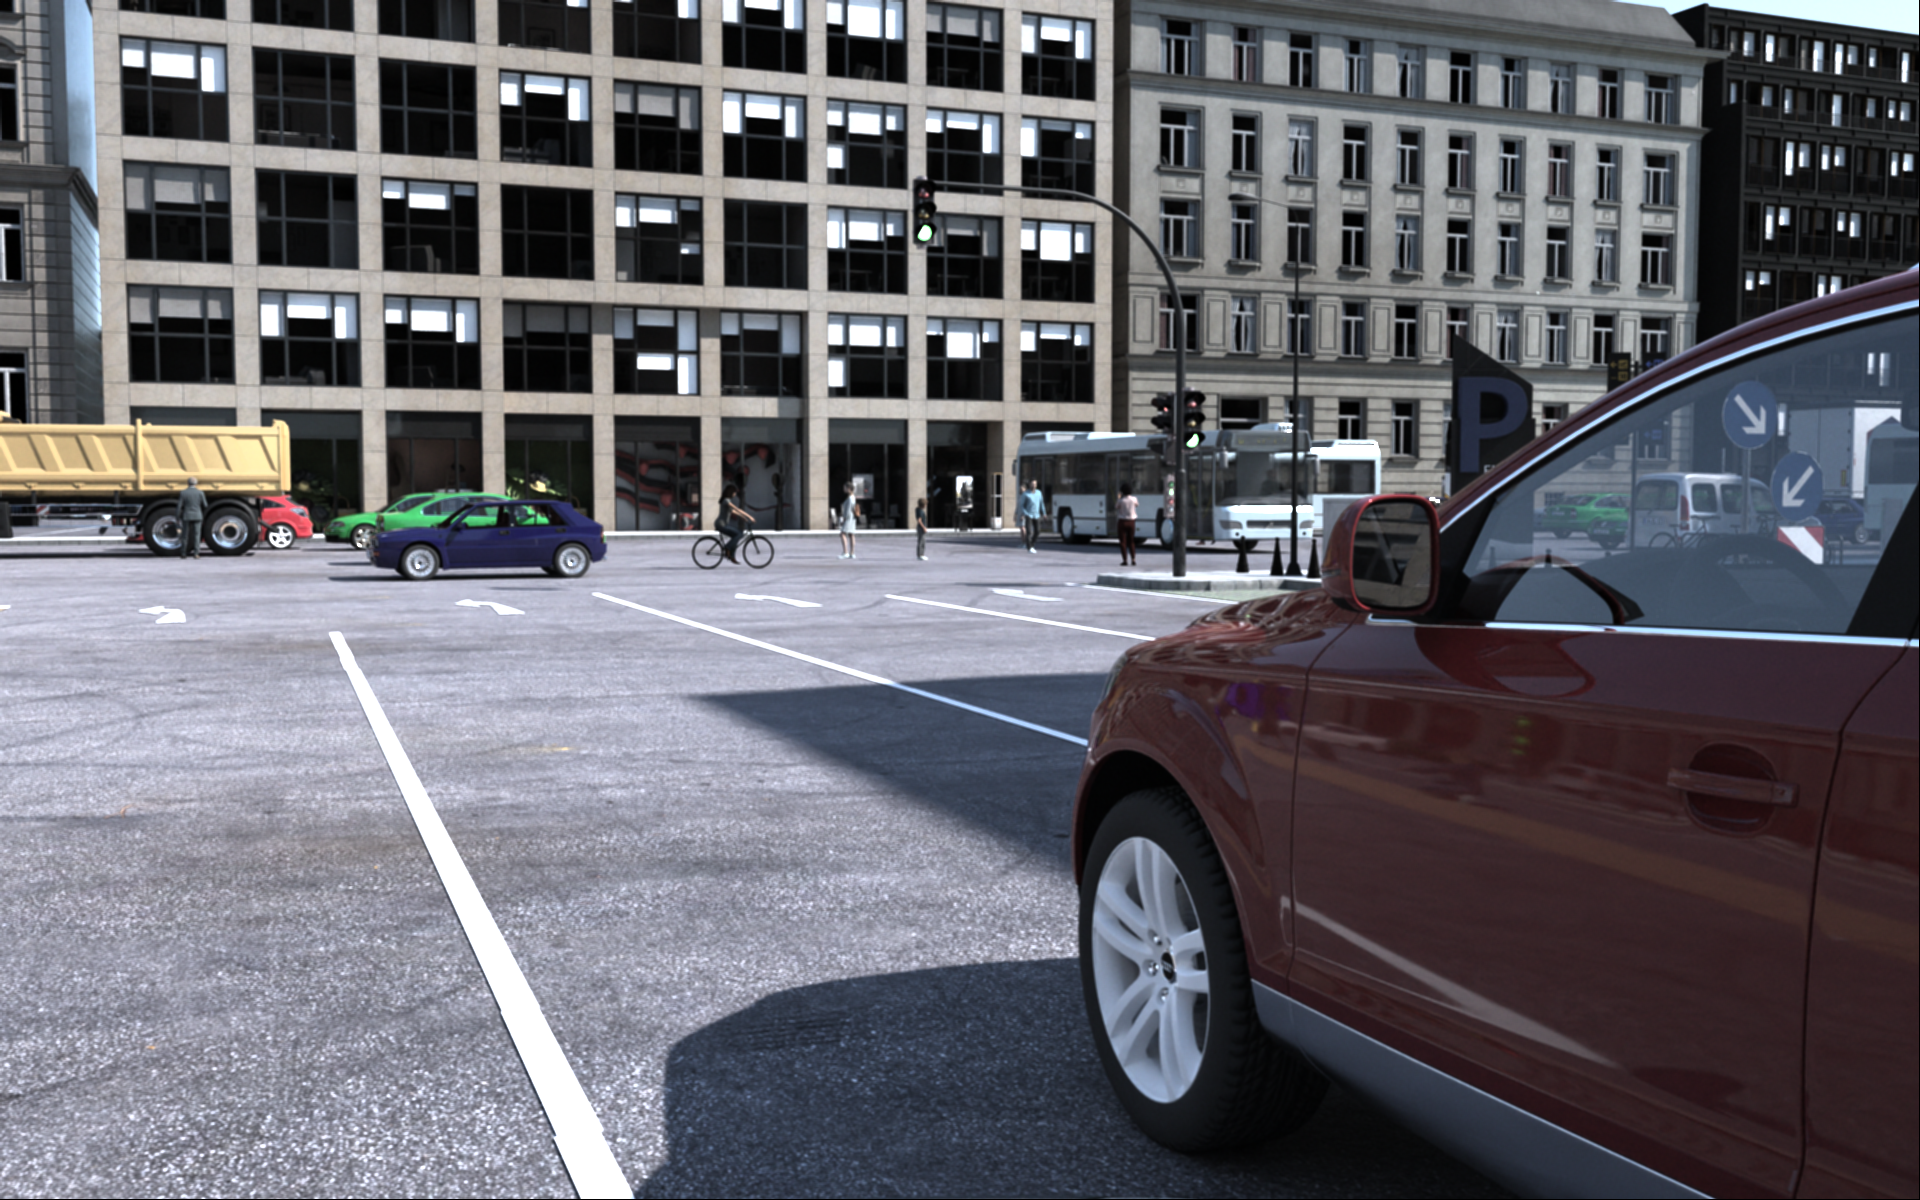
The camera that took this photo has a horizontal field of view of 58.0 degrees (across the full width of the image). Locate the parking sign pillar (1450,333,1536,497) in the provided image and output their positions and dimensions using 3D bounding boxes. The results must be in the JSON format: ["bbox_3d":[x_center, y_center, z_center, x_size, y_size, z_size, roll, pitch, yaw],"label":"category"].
[{"bbox_3d":[8.897,-2.474,28.928,1.447,3.967,1.447,0,4,6],"label":"parking sign pillar"}]

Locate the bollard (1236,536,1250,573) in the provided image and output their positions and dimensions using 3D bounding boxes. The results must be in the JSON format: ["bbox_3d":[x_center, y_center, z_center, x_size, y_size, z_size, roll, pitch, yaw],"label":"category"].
[{"bbox_3d":[4.614,-0.747,28.256,0.229,0.601,0.229,0,3,0],"label":"bollard"}]

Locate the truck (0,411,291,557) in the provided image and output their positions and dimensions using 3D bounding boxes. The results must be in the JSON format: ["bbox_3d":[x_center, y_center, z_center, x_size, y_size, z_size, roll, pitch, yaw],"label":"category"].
[{"bbox_3d":[-20.532,-2.665,39.499,9.791,3.379,3.469,-1,4,-20],"label":"truck"}]

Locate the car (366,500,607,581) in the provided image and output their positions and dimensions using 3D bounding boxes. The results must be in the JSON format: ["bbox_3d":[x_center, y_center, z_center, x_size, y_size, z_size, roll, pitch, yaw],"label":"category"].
[{"bbox_3d":[-8.121,-1.048,29.722,3.894,1.354,1.945,-2,4,-23],"label":"car"}]

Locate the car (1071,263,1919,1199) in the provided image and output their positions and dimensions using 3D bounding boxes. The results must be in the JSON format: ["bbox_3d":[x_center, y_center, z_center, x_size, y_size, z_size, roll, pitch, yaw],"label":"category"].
[{"bbox_3d":[1.909,0.372,2.598,2.281,1.827,5.304,-1,4,-20],"label":"car"}]

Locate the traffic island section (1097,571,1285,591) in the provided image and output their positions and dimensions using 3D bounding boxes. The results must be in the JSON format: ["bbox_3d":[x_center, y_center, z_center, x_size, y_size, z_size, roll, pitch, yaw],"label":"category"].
[{"bbox_3d":[3.409,-0.282,26.897,2.009,0.180,2.903,-1,4,-22],"label":"traffic island section"}]

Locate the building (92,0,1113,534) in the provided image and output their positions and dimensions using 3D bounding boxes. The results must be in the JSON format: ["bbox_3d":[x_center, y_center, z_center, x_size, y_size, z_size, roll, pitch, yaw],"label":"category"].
[{"bbox_3d":[-13.677,-16.055,67.011,34.151,26.468,19.350,-1,4,-22],"label":"building"}]

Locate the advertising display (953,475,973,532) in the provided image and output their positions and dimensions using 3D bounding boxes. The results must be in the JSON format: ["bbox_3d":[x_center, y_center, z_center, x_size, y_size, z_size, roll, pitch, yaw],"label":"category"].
[{"bbox_3d":[0.119,-3.309,59.310,0.123,1.923,0.974,3,4,38],"label":"advertising display"}]

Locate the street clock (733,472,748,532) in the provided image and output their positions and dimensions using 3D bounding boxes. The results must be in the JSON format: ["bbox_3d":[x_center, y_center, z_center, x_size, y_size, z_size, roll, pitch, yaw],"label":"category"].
[{"bbox_3d":[-7.319,-3.257,57.816,0.471,2.002,0.358,-1,4,-11],"label":"street clock"}]

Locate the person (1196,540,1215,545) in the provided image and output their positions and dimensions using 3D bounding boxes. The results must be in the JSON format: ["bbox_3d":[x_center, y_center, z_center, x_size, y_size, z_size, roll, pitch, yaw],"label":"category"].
[{"bbox_3d":[6.973,-2.486,49.064,0.836,1.842,0.656,-2,4,-29],"label":"person"}]

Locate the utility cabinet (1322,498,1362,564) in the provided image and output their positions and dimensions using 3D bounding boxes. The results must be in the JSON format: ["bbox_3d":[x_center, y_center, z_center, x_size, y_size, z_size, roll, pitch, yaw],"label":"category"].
[{"bbox_3d":[6.147,-0.965,26.932,0.306,1.237,1.020,-3,5,-45],"label":"utility cabinet"}]

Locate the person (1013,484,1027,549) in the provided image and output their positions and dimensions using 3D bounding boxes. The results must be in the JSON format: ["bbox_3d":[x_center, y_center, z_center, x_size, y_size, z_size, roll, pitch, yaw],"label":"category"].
[{"bbox_3d":[1.670,-2.222,45.836,0.512,1.701,0.522,3,5,45],"label":"person"}]

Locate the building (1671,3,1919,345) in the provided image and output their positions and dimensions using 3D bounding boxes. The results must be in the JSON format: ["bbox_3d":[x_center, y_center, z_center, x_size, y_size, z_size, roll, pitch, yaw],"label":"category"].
[{"bbox_3d":[39.470,-15.628,85.202,15.834,23.373,12.332,-1,4,-22],"label":"building"}]

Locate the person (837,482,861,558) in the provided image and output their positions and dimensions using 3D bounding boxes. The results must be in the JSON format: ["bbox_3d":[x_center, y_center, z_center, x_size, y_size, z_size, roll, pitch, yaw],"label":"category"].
[{"bbox_3d":[-2.480,-1.789,38.748,0.522,1.701,0.512,0,4,-2],"label":"person"}]

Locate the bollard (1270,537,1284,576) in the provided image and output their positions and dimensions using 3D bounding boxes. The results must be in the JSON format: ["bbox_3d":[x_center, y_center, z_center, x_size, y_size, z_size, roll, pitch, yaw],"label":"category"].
[{"bbox_3d":[4.997,-0.688,27.292,0.229,0.601,0.229,0,3,0],"label":"bollard"}]

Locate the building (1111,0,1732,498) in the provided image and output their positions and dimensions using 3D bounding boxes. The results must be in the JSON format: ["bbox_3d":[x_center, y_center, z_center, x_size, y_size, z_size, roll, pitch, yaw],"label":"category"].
[{"bbox_3d":[17.035,-15.010,78.695,30.059,22.955,16.112,-1,4,-22],"label":"building"}]

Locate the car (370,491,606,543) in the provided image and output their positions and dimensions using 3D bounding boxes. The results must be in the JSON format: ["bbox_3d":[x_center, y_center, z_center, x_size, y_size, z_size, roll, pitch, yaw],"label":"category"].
[{"bbox_3d":[-9.779,-1.665,36.024,4.718,1.807,1.959,-1,4,-22],"label":"car"}]

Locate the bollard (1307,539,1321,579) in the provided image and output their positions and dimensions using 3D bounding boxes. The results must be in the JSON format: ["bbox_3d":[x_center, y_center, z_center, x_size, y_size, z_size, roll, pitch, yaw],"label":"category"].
[{"bbox_3d":[5.383,-0.629,26.332,0.229,0.601,0.229,0,3,0],"label":"bollard"}]

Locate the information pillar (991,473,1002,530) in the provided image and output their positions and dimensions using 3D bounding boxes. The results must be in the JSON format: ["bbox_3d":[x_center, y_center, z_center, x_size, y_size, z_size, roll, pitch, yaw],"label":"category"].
[{"bbox_3d":[1.286,-3.472,61.265,0.304,2.012,0.304,-2,4,-28],"label":"information pillar"}]

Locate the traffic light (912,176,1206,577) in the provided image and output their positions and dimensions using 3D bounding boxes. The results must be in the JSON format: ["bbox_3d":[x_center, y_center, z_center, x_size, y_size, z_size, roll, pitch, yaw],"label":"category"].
[{"bbox_3d":[1.458,-3.131,25.857,4.771,5.953,1.251,-1,4,-22],"label":"traffic light"}]

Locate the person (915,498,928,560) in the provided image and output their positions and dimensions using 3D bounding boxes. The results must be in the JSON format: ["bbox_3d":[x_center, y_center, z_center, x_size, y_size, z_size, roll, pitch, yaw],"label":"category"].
[{"bbox_3d":[-0.809,-1.545,37.674,0.340,1.345,0.435,-1,4,-18],"label":"person"}]

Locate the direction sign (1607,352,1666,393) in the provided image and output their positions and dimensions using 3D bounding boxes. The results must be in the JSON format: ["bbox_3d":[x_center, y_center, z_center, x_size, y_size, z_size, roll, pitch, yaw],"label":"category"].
[{"bbox_3d":[10.801,-2.186,27.743,0.876,3.537,0.379,1,4,9],"label":"direction sign"}]

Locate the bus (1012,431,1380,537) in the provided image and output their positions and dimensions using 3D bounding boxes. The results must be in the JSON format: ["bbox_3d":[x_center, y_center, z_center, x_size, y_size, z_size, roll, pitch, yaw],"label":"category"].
[{"bbox_3d":[7.689,-3.821,57.328,13.247,3.499,2.948,-2,4,-23],"label":"bus"}]

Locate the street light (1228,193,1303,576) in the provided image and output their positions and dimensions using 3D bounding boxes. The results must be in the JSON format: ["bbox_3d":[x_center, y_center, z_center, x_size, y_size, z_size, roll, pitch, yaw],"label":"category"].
[{"bbox_3d":[4.777,-3.334,27.054,1.470,5.913,1.316,-1,4,-22],"label":"street light"}]

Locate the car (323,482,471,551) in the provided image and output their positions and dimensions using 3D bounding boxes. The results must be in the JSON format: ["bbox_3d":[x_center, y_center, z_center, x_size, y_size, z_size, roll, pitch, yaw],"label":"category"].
[{"bbox_3d":[-14.019,-2.209,44.907,4.718,1.807,1.959,-1,4,-22],"label":"car"}]

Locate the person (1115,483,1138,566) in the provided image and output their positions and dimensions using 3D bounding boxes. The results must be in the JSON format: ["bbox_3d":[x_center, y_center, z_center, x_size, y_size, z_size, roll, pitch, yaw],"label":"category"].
[{"bbox_3d":[3.323,-1.517,34.756,0.517,1.644,0.566,2,4,31],"label":"person"}]

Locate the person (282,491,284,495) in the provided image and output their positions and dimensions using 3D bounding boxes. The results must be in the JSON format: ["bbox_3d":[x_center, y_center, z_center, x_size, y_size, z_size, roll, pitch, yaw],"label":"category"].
[{"bbox_3d":[-19.262,-2.465,48.901,0.679,1.850,0.850,3,4,37],"label":"person"}]

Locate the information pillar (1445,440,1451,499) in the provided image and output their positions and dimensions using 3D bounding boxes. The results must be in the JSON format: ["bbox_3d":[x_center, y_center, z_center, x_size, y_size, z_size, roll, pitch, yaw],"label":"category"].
[{"bbox_3d":[19.045,-4.632,67.089,0.504,3.616,0.183,0,4,5],"label":"information pillar"}]

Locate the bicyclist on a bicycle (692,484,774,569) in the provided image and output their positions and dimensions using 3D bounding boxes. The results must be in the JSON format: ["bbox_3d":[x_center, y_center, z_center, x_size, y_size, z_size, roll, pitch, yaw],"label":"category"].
[{"bbox_3d":[-4.342,-1.415,33.158,1.625,1.676,1.499,-1,4,-22],"label":"bicyclist on a bicycle"}]

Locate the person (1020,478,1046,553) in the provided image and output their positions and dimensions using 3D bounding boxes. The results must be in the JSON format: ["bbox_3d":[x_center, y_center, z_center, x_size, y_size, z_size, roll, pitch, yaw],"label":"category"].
[{"bbox_3d":[1.759,-2.074,42.431,0.660,1.820,0.620,-2,4,-32],"label":"person"}]

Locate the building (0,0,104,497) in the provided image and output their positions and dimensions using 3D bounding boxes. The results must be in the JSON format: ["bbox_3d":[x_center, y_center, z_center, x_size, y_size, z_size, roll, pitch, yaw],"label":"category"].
[{"bbox_3d":[-40.318,-15.650,53.138,25.104,27.353,12.463,-1,4,-22],"label":"building"}]

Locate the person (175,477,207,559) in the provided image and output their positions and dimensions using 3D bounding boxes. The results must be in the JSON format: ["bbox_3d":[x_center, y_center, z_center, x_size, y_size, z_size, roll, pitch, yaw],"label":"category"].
[{"bbox_3d":[-17.061,-1.821,38.441,0.661,1.801,0.590,-2,4,-29],"label":"person"}]

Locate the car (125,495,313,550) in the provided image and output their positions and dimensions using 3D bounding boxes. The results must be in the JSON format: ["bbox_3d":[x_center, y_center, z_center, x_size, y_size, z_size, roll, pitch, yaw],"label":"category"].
[{"bbox_3d":[-19.135,-2.187,44.805,4.494,1.783,2.155,-1,4,-21],"label":"car"}]

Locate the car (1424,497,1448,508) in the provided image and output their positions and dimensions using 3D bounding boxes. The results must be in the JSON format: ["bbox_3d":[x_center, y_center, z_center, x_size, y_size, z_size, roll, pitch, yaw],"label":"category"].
[{"bbox_3d":[16.849,-2.993,61.516,3.894,1.354,1.945,-1,4,-23],"label":"car"}]

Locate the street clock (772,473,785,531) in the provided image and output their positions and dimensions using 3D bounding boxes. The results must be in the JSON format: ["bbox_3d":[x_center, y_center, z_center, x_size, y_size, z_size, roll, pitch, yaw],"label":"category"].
[{"bbox_3d":[-6.242,-3.363,59.560,0.358,2.002,0.471,-3,5,-43],"label":"street clock"}]

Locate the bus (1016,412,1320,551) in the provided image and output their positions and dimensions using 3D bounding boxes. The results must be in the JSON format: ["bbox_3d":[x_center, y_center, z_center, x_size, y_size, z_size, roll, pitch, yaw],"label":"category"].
[{"bbox_3d":[5.331,-3.171,46.705,2.948,3.499,13.247,-1,4,-22],"label":"bus"}]

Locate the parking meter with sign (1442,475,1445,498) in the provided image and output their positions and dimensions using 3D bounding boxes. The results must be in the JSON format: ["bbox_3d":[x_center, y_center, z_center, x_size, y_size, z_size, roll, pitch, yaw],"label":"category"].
[{"bbox_3d":[19.566,-4.448,68.991,1.738,3.016,0.543,0,4,-4],"label":"parking meter with sign"}]
